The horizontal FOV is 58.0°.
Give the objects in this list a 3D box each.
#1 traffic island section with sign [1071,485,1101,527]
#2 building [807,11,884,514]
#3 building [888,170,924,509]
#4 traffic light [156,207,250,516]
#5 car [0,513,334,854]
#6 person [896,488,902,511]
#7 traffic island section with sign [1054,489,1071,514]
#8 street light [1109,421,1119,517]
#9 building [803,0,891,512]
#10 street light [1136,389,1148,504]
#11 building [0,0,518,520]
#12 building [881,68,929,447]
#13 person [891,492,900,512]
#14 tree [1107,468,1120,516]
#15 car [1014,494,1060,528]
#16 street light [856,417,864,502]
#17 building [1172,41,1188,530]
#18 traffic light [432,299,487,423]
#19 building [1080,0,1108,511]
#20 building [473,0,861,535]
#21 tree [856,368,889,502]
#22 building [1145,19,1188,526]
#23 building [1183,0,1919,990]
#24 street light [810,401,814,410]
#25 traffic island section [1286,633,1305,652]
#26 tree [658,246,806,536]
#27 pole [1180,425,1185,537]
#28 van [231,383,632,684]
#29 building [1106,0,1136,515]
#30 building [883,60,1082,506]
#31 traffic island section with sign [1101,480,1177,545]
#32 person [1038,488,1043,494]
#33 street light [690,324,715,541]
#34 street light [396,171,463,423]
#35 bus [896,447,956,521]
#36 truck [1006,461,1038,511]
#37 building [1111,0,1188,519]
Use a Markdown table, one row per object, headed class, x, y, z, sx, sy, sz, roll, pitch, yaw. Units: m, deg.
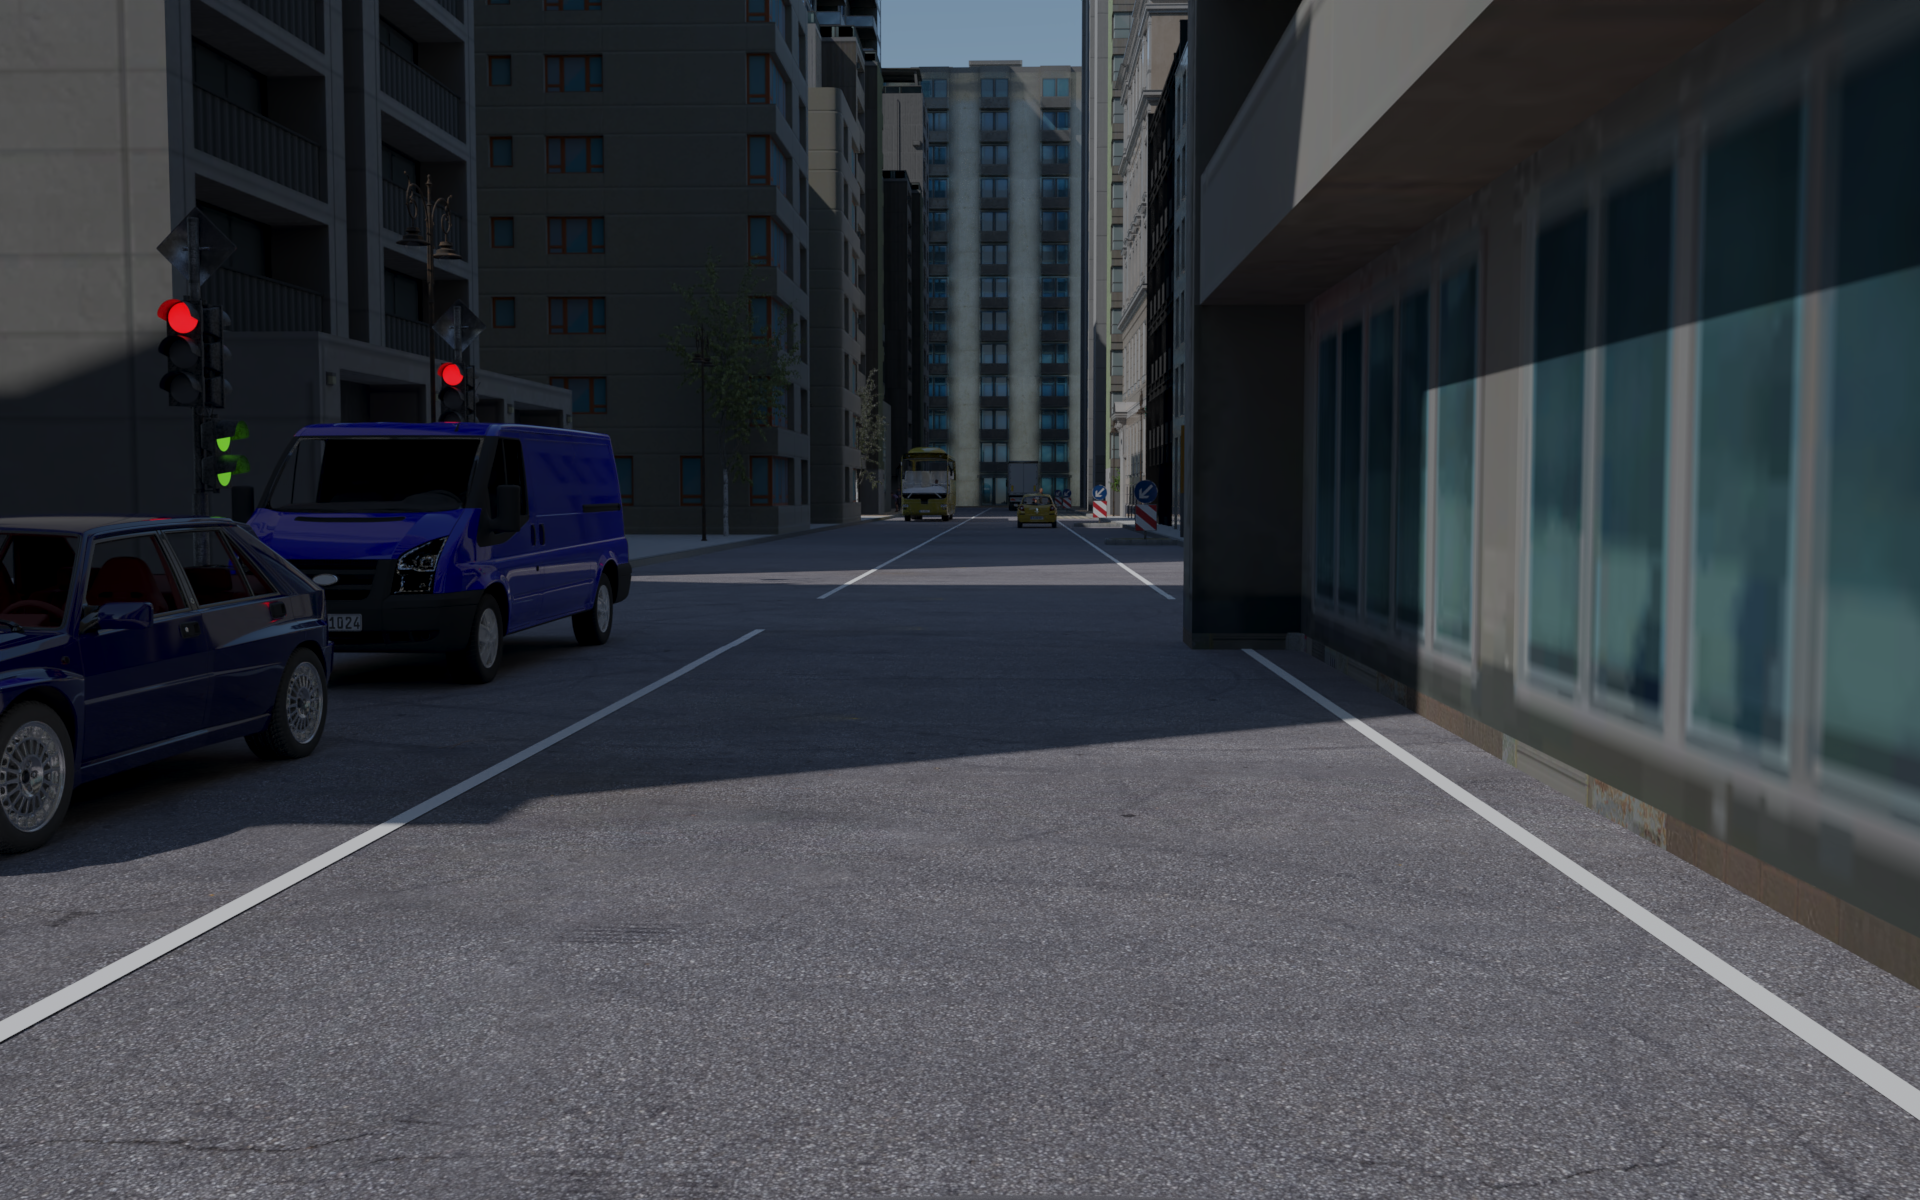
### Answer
| class | x | y | z | sx | sy | sz | roll | pitch | yaw |
| --- | --- | --- | --- | --- | --- | --- | --- | --- | --- |
| traffic island section with sign | 6.011 | -4.138 | 76.278 | 1.989 | 1.847 | 2.006 | 0 | 4 | 2 |
| building | -12.287 | -20.566 | 107.954 | 14.160 | 30.474 | 14.107 | 0 | 4 | 2 |
| building | -10.636 | -23.391 | 154.140 | 14.160 | 30.474 | 14.107 | 0 | 4 | 2 |
| traffic light | -7.466 | -1.718 | 17.009 | 0.839 | 4.253 | 0.868 | 0 | 4 | 2 |
| car | -4.483 | 0.270 | 8.161 | 1.945 | 1.354 | 3.894 | 0 | 4 | 4 |
| person | -4.483 | -7.535 | 129.687 | 0.683 | 1.767 | 0.568 | 0 | 4 | 4 |
| traffic island section with sign | 7.698 | -7.220 | 126.682 | 1.989 | 1.847 | 2.006 | 0 | 4 | 2 |
| street light | 8.793 | -7.715 | 98.925 | 0.468 | 5.910 | 1.993 | 0 | 4 | 2 |
| building | -16.036 | -49.963 | 129.571 | 22.319 | 86.520 | 31.000 | 0 | 4 | 2 |
| street light | 7.942 | -6.315 | 76.037 | 0.468 | 5.910 | 1.993 | 0 | 4 | 2 |
| building | -19.495 | -36.480 | 34.696 | 20.563 | 71.187 | 20.611 | 0 | 4 | 2 |
| building | -10.132 | -29.711 | 169.371 | 14.086 | 41.232 | 14.154 | 0 | 4 | 2 |
| person | -4.604 | -6.958 | 123.045 | 0.697 | 1.427 | 0.421 | -2 | 4 | -27 |
| tree | 9.714 | -6.545 | 101.615 | 1.663 | 3.219 | 1.824 | 0 | 3 | 0 |
| car | 3.317 | -3.929 | 74.460 | 2.015 | 1.641 | 3.980 | 0 | 4 | 3 |
| street light | -5.354 | -7.268 | 91.615 | 0.468 | 5.910 | 1.993 | 0 | 4 | 2 |
| building | 12.719 | -12.222 | 54.580 | 10.420 | 20.320 | 16.860 | 0 | 4 | 2 |
| traffic light | -7.200 | -2.206 | 24.990 | 0.839 | 4.253 | 0.868 | 0 | 4 | 2 |
| building | 21.700 | -37.808 | 160.159 | 21.231 | 58.520 | 28.212 | 0 | 4 | 2 |
| building | -19.069 | -13.692 | 68.909 | 27.650 | 21.520 | 28.899 | 0 | 4 | 2 |
| tree | -5.732 | -8.883 | 95.597 | 4.360 | 8.622 | 3.978 | 0 | 3 | 0 |
| building | 14.441 | -14.774 | 71.240 | 12.332 | 23.373 | 15.834 | 0 | 4 | 2 |
| building | 12.461 | -23.291 | 4.509 | 21.300 | 48.544 | 21.600 | 0 | 4 | 2 |
| street light | -6.149 | -5.916 | 69.520 | 0.468 | 5.910 | 1.993 | 0 | 4 | 2 |
| traffic island section | 4.029 | 0.338 | 16.758 | 2.009 | 0.180 | 2.903 | 0 | 4 | 2 |
| tree | -6.859 | -6.236 | 52.313 | 4.737 | 8.622 | 4.395 | 0 | 3 | 0 |
| pole | 6.633 | -3.511 | 51.250 | 0.158 | 3.312 | 0.155 | 0 | 3 | 0 |
| van | -4.388 | -0.642 | 14.875 | 2.240 | 2.365 | 5.245 | 0 | 4 | 3 |
| building | 16.408 | -26.153 | 111.194 | 14.154 | 41.232 | 14.086 | 0 | 4 | 2 |
| building | 3.899 | -35.140 | 194.142 | 30.456 | 49.044 | 23.786 | 0 | 4 | 2 |
| traffic island section with sign | 5.125 | -2.489 | 49.324 | 1.989 | 1.847 | 2.006 | 0 | 4 | 2 |
| person | 5.131 | -6.147 | 109.141 | 0.705 | 1.807 | 1.348 | 3 | 5 | 42 |
| street light | -7.001 | -4.553 | 47.223 | 0.468 | 5.910 | 1.993 | 0 | 4 | 2 |
| street light | -7.687 | -3.209 | 25.250 | 0.468 | 5.910 | 1.993 | 0 | 4 | 2 |
| bus | -1.656 | -6.292 | 94.428 | 2.896 | 3.916 | 12.252 | 0 | 4 | 2 |
| truck | 5.438 | -9.915 | 151.031 | 2.839 | 4.237 | 11.283 | 0 | 4 | 1 |
| building | 15.138 | -18.538 | 89.006 | 13.634 | 28.700 | 20.117 | 0 | 4 | 2 |
